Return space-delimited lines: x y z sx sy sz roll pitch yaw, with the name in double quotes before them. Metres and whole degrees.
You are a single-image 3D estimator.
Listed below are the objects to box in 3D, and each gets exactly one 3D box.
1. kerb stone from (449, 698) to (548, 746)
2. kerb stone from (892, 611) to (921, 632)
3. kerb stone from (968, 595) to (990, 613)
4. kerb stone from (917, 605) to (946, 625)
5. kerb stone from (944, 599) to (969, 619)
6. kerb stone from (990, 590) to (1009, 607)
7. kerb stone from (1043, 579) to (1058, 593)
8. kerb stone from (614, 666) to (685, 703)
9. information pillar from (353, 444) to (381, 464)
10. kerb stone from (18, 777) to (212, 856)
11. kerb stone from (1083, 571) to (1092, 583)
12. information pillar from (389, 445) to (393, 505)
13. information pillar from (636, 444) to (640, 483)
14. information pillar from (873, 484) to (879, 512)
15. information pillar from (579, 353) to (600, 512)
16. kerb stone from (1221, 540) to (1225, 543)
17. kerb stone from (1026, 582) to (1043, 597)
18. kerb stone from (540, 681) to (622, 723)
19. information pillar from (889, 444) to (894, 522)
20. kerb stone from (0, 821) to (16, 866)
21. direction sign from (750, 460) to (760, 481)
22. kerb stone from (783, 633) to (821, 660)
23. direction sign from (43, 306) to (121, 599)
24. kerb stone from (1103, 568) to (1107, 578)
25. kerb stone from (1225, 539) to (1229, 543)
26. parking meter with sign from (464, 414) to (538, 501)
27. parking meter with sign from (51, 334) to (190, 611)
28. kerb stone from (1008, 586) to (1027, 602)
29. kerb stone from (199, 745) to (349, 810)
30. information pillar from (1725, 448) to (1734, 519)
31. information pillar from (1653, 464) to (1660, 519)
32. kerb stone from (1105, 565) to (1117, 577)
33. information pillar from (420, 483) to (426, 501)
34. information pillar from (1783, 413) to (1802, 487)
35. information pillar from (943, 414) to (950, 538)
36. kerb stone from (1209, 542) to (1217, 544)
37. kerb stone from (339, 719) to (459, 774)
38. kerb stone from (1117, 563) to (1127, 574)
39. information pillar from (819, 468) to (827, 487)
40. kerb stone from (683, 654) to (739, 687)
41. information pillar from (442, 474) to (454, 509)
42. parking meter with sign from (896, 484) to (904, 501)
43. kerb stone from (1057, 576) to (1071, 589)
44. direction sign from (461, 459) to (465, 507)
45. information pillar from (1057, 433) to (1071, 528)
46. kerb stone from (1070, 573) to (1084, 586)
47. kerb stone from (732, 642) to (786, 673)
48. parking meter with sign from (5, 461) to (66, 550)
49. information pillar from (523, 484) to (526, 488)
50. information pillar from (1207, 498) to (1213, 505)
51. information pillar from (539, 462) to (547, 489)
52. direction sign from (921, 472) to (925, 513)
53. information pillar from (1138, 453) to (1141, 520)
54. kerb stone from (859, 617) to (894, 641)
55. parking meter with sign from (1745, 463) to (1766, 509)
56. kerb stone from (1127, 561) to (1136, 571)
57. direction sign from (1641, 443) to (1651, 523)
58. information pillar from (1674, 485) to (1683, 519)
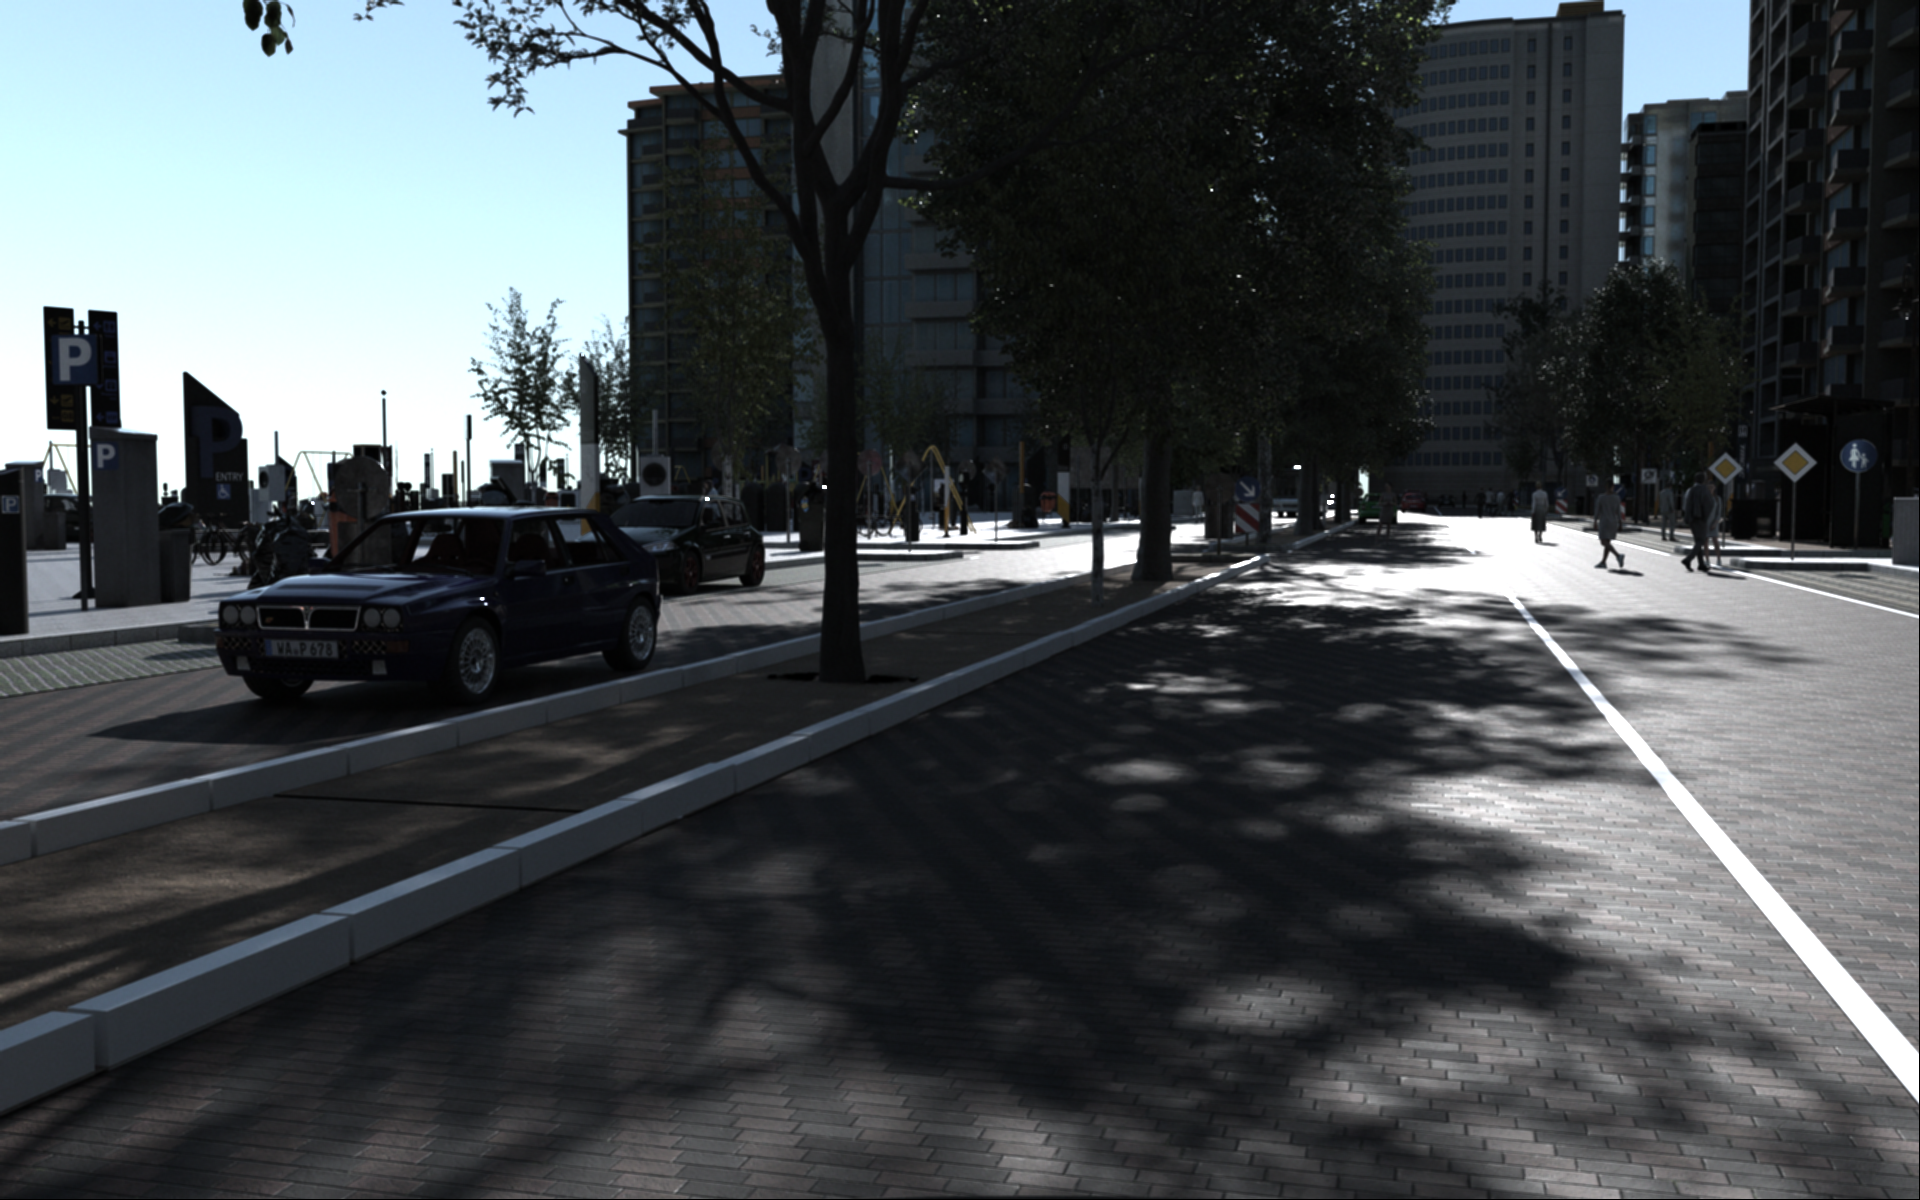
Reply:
"kerb stone" -2.756 0.729 10.275 0.120 0.150 1.000 1 4 15
"kerb stone" -0.636 0.250 18.201 0.120 0.150 1.000 1 4 15
"kerb stone" 0.160 0.063 21.162 0.120 0.150 1.000 1 4 15
"kerb stone" -0.378 0.184 19.190 0.120 0.150 1.000 1 4 15
"kerb stone" -0.104 0.124 20.174 0.120 0.150 1.000 1 4 15
"kerb stone" 0.422 0.009 22.151 0.120 0.150 1.000 1 4 15
"kerb stone" 1.217 -0.179 25.126 0.120 0.150 1.000 1 4 15
"kerb stone" -2.229 0.608 12.258 0.120 0.150 1.000 1 4 15
"information pillar" -8.799 -1.301 25.762 0.304 2.012 0.304 3 5 45
"kerb stone" -3.555 0.911 7.302 0.120 0.150 1.000 1 4 15
"kerb stone" 2.007 -0.361 28.105 0.120 0.150 1.000 1 4 15
"information pillar" -26.918 -5.539 81.923 0.183 3.616 0.504 0 4 -6
"information pillar" -15.158 -5.523 81.648 0.183 3.616 0.504 -1 4 -22
"information pillar" -6.007 -7.308 123.971 0.304 2.012 0.304 -3 5 -43
"information pillar" -6.135 -2.282 28.672 0.183 3.616 0.504 -3 5 -42
"kerb stone" 6.927 -1.479 46.448 0.120 0.150 1.000 1 4 15
"kerb stone" 0.951 -0.119 24.136 0.120 0.150 1.000 1 4 15
"kerb stone" -2.491 0.669 11.262 0.120 0.150 1.000 1 4 15
"information pillar" -3.153 -5.446 80.399 0.183 3.616 0.504 -1 4 -16
"kerb stone" -3.821 0.972 6.307 0.120 0.150 1.000 1 4 15
"direction sign" -13.556 -7.496 114.564 0.379 3.537 0.876 3 5 43
"kerb stone" -1.436 0.426 15.231 0.120 0.150 1.000 1 4 15
"direction sign" -10.749 -1.791 21.281 0.379 3.537 0.876 3 4 38
"kerb stone" 2.275 -0.417 29.092 0.120 0.150 1.000 1 4 15
"kerb stone" 7.193 -1.540 47.445 0.120 0.150 1.000 1 4 15
"parking meter with sign" -10.042 -2.579 38.422 1.738 3.016 0.543 -1 4 -23
"parking meter with sign" -9.523 -1.440 19.807 0.543 3.016 1.738 1 4 9
"kerb stone" 0.687 -0.058 23.143 0.120 0.150 1.000 1 4 15
"kerb stone" -3.290 0.853 8.294 0.120 0.150 1.000 1 4 15
"information pillar" 39.283 -5.930 88.311 0.183 3.616 0.504 0 4 -2
"information pillar" 35.741 -5.960 88.796 0.183 3.616 0.504 3 4 36
"kerb stone" 2.541 -0.482 30.078 0.120 0.150 1.000 1 4 15
"information pillar" -36.071 -6.845 116.409 0.304 2.012 0.304 1 4 17
"information pillar" 23.310 -3.498 48.549 0.504 3.616 0.183 1 4 19
"information pillar" -0.385 -3.662 51.222 0.183 3.616 0.504 0 4 8
"kerb stone" 6.659 -1.423 45.459 0.120 0.150 1.000 1 4 15
"kerb stone" -3.020 0.792 9.280 0.120 0.150 1.000 1 4 15
"kerb stone" 2.812 -0.543 31.080 0.120 0.150 1.000 1 4 15
"information pillar" -3.819 -2.730 49.121 0.304 2.012 0.304 -1 4 -9
"kerb stone" -1.957 0.554 13.248 0.120 0.150 1.000 1 4 15
"information pillar" -18.492 -3.553 62.576 0.304 2.012 0.304 2 4 32
"parking meter with sign" -4.078 -7.846 124.547 1.738 3.016 0.543 -3 5 -43
"kerb stone" 1.482 -0.239 26.120 0.120 0.150 1.000 1 4 15
"direction sign" -33.824 -7.699 117.879 0.379 3.537 0.876 0 4 -6
"information pillar" 3.925 -4.522 65.289 0.504 3.616 0.183 2 4 27
"kerb stone" 1.746 -0.301 27.117 0.120 0.150 1.000 1 4 15
"kerb stone" -1.691 0.486 14.242 0.120 0.150 1.000 1 4 15
"parking meter with sign" -21.521 -2.666 39.853 1.738 3.016 0.543 0 4 4
"information pillar" -32.707 -7.691 130.234 0.304 2.012 0.304 3 4 36
"information pillar" 16.192 -6.584 112.147 0.304 2.012 0.304 2 4 28
"information pillar" -27.504 -7.521 114.319 0.504 3.616 0.183 -3 5 -40
"direction sign" -2.484 -7.575 115.855 0.379 3.537 0.876 0 4 -1
"information pillar" 9.043 -5.843 86.886 0.183 3.616 0.504 0 4 3
"kerb stone" -0.890 0.305 17.205 0.120 0.150 1.000 1 4 15
"parking meter with sign" 44.477 -6.129 96.473 1.738 3.016 0.543 -1 4 -15
"kerb stone" 3.074 -0.603 32.069 0.120 0.150 1.000 1 4 15
"direction sign" 30.543 -5.200 77.013 0.379 3.537 0.876 0 4 6
"information pillar" 36.552 -5.117 88.160 0.304 2.012 0.304 0 4 -1
